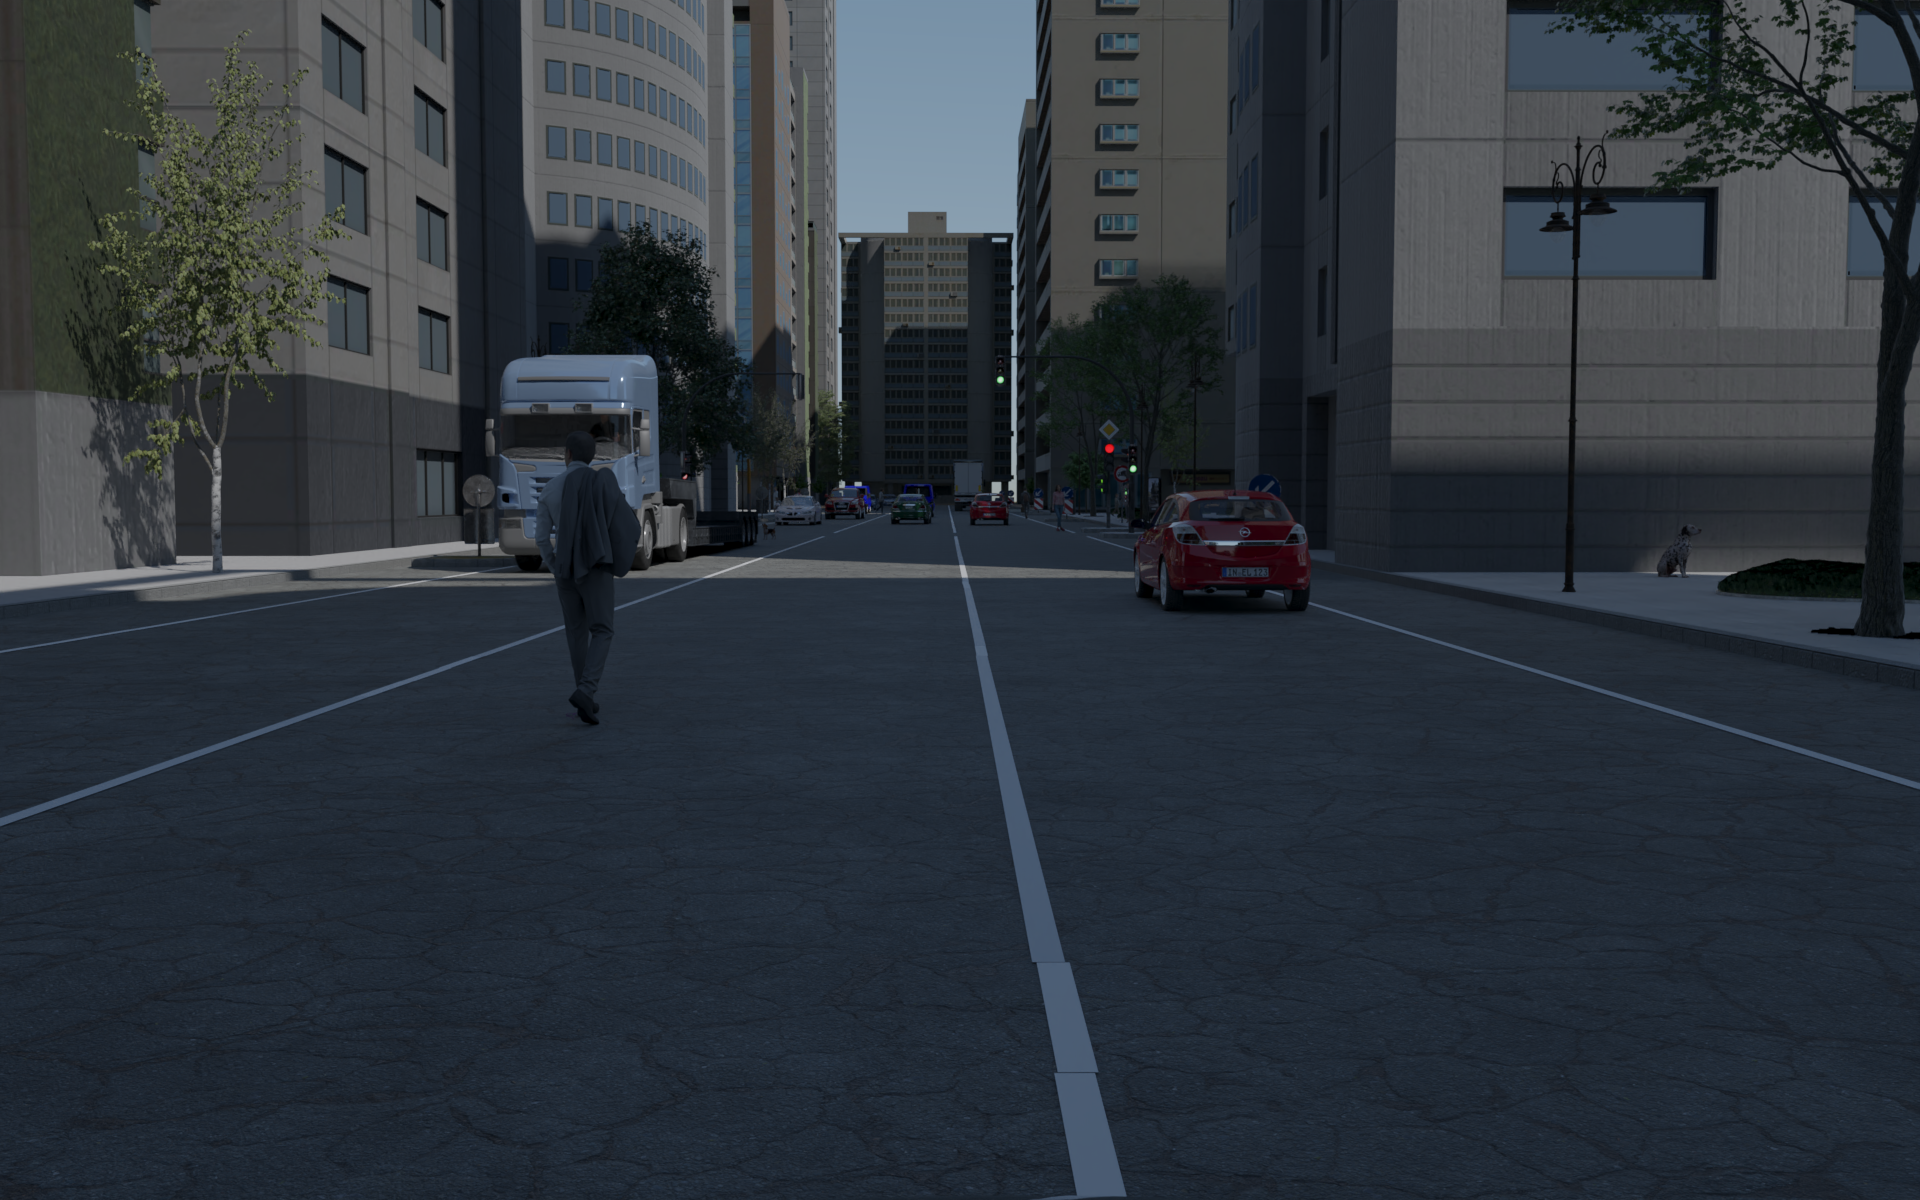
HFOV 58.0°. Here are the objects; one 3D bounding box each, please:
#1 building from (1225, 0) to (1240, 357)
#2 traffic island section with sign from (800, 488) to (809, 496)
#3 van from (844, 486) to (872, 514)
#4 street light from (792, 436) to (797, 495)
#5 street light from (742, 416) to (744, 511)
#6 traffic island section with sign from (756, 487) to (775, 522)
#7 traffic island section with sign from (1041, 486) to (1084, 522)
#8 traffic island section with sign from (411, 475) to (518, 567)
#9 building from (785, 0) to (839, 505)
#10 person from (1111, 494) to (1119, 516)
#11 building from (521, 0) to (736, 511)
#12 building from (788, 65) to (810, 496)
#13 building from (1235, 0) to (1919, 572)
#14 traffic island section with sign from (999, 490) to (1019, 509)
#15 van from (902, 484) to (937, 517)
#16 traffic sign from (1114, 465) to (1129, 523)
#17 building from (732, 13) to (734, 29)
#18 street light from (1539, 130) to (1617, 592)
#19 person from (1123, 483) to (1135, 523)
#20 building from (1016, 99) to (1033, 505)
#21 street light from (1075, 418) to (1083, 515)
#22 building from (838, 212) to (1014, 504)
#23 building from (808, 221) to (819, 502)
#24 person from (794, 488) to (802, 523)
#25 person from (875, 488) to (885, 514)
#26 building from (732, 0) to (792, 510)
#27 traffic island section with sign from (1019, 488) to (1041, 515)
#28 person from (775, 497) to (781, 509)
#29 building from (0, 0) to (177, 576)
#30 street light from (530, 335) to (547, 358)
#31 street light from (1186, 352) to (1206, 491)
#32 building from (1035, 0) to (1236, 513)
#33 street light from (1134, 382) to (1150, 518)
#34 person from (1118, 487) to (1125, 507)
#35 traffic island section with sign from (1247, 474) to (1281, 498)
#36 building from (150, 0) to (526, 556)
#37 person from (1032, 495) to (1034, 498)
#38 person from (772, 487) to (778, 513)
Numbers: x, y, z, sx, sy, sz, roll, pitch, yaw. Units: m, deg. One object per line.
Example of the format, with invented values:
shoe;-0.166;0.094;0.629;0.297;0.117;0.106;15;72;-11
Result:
building;27.283;-29.935;78.679;27.495;52.752;28.713;0;4;0
traffic island section with sign;-10.422;-6.600;116.536;1.989;1.847;2.006;0;4;0
van;-7.637;-7.555;127.914;2.240;2.365;5.245;0;4;1
street light;-12.924;-9.939;135.290;0.468;5.910;1.993;0;4;0
street light;-12.639;-7.818;100.615;0.468;5.910;1.993;0;4;0
traffic island section with sign;-10.212;-4.951;89.581;1.989;1.847;2.006;0;4;0
traffic island section with sign;5.403;-4.978;90.018;1.989;1.847;2.006;0;4;0
traffic island section with sign;-9.780;-1.606;34.884;1.989;1.847;2.006;0;4;0
building;-25.225;-46.785;203.191;20.611;71.187;20.563;0;4;0
person;8.981;-5.439;99.243;0.640;1.303;0.475;0;4;0
building;-24.130;-33.558;90.669;21.231;58.520;28.212;0;4;0
building;-21.608;-29.204;161.086;14.154;41.232;14.086;0;4;0
building;17.410;-30.498;40.642;21.231;58.520;28.212;0;4;0
traffic island section with sign;4.779;-9.698;167.187;1.989;1.847;2.006;0;4;0
van;-2.570;-6.353;108.262;2.240;2.365;5.245;0;3;0
traffic sign;7.179;-4.680;76.629;0.768;2.556;0.104;0;4;1
building;-23.500;-26.732;120.664;14.154;41.232;14.086;0;4;0
street light;7.981;-3.042;22.521;0.468;5.910;1.993;0;4;0
person;7.589;-4.363;77.645;0.520;1.790;0.573;0;4;-8
building;17.879;-35.475;203.717;21.300;48.544;21.600;0;4;0
street light;7.296;-8.132;105.747;0.468;5.910;1.993;0;4;0
building;-4.578;-33.591;241.086;23.993;40.220;32.217;0;4;0
building;-21.898;-24.719;175.859;14.160;30.474;14.107;0;4;0
person;-8.138;-4.752;87.033;0.563;1.720;0.643;3;4;36
person;-5.759;-7.125;124.836;0.795;1.843;0.661;0;4;0
building;-21.844;-30.357;146.442;14.600;45.320;14.200;0;4;0
traffic island section with sign;5.192;-6.679;117.826;1.989;1.847;2.006;0;4;0
person;-11.078;-5.656;105.660;0.332;1.250;0.352;3;5;41
building;-21.339;-15.428;23.946;14.160;30.474;14.107;0;4;0
street light;-12.250;-4.755;50.539;0.468;5.910;1.993;0;4;0
street light;7.672;-5.124;56.569;0.468;5.910;1.993;0;4;0
building;16.735;-30.798;127.245;21.300;48.544;21.600;0;4;0
street light;7.520;-6.050;71.698;0.468;5.910;1.993;0;4;0
person;10.930;-6.703;115.987;0.721;1.781;0.623;2;4;33
traffic island section with sign;5.856;-1.597;34.741;1.989;1.847;2.006;0;4;0
building;-23.672;-37.031;43.713;20.611;71.187;20.563;0;4;0
person;6.956;-9.005;153.995;1.217;1.743;0.721;2;4;26
person;-12.496;-6.822;117.941;0.624;1.780;0.694;-1;4;-12
